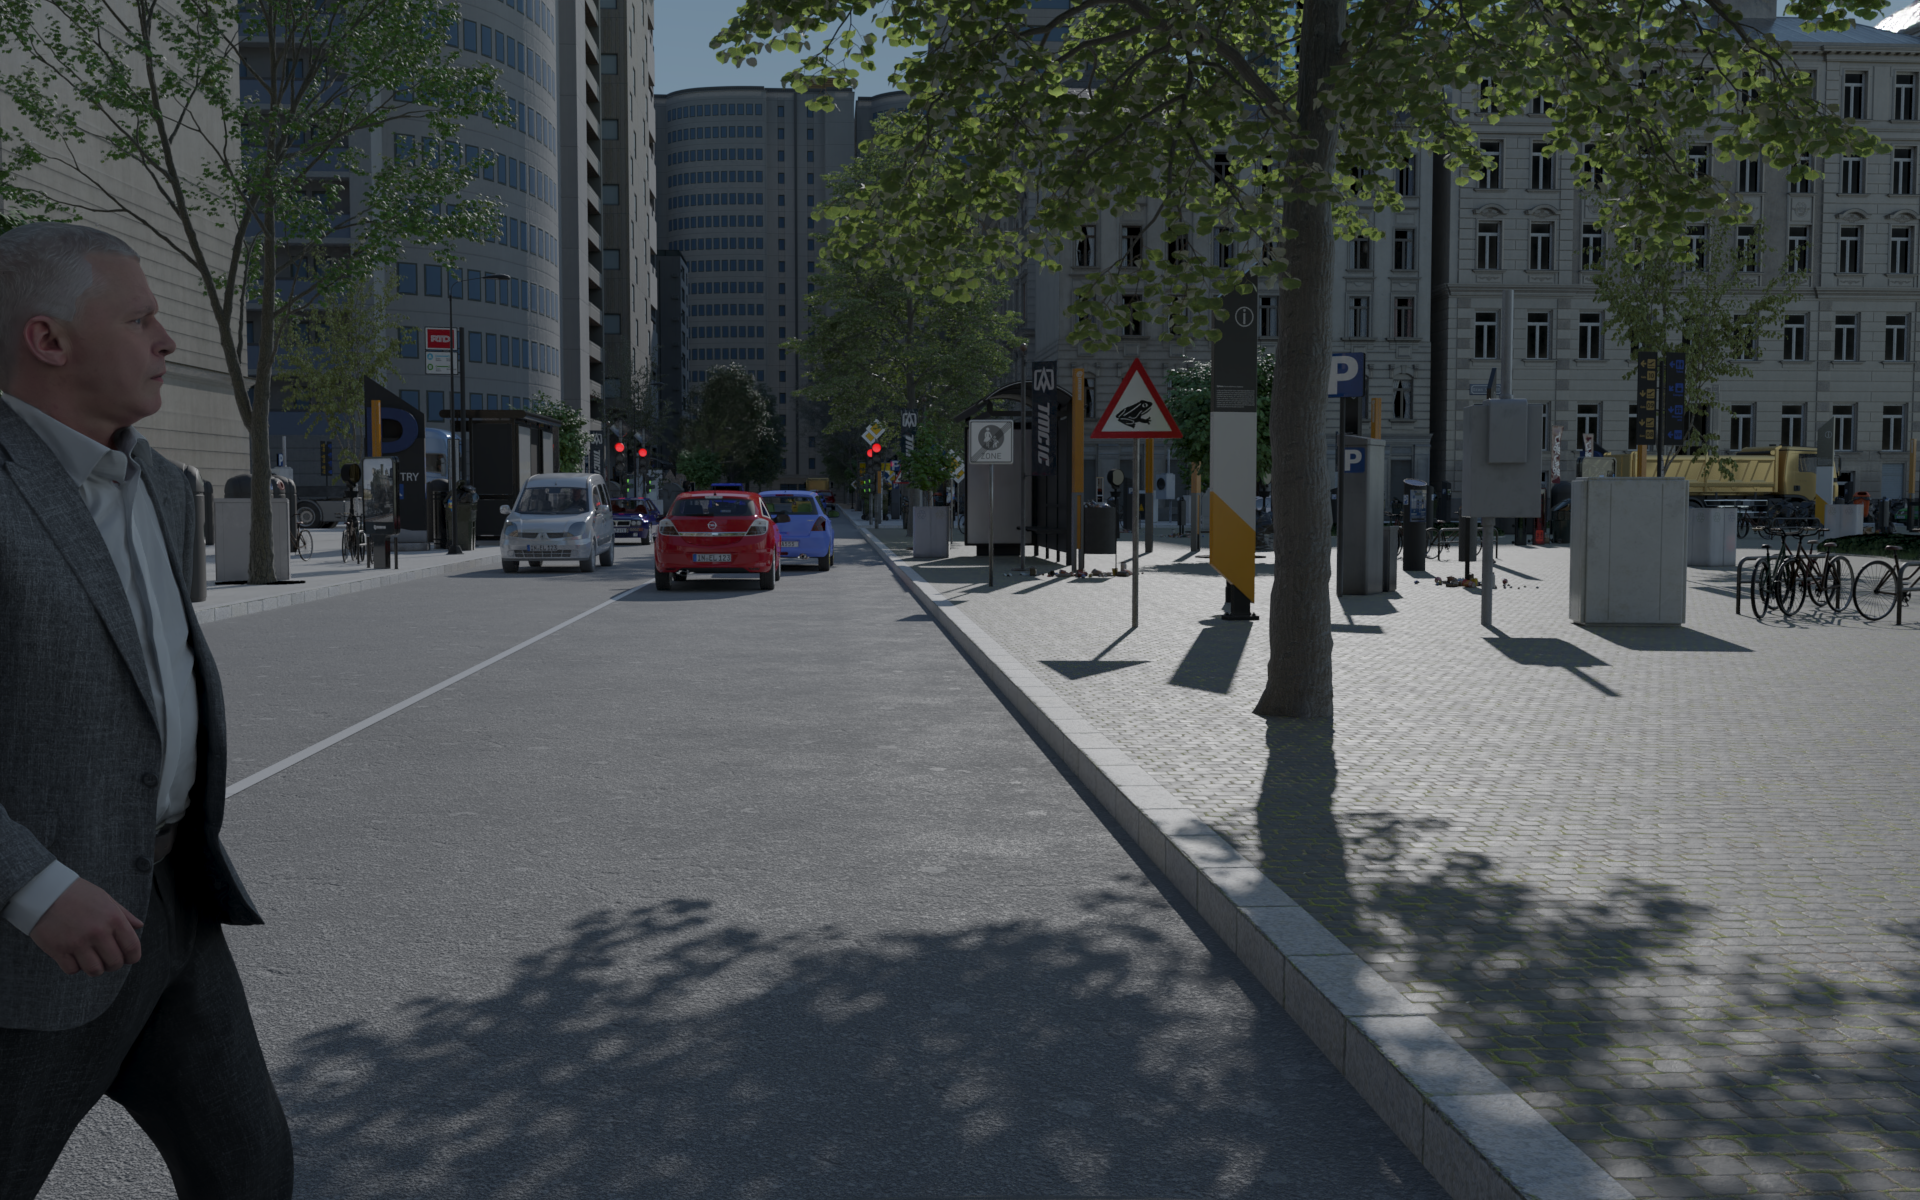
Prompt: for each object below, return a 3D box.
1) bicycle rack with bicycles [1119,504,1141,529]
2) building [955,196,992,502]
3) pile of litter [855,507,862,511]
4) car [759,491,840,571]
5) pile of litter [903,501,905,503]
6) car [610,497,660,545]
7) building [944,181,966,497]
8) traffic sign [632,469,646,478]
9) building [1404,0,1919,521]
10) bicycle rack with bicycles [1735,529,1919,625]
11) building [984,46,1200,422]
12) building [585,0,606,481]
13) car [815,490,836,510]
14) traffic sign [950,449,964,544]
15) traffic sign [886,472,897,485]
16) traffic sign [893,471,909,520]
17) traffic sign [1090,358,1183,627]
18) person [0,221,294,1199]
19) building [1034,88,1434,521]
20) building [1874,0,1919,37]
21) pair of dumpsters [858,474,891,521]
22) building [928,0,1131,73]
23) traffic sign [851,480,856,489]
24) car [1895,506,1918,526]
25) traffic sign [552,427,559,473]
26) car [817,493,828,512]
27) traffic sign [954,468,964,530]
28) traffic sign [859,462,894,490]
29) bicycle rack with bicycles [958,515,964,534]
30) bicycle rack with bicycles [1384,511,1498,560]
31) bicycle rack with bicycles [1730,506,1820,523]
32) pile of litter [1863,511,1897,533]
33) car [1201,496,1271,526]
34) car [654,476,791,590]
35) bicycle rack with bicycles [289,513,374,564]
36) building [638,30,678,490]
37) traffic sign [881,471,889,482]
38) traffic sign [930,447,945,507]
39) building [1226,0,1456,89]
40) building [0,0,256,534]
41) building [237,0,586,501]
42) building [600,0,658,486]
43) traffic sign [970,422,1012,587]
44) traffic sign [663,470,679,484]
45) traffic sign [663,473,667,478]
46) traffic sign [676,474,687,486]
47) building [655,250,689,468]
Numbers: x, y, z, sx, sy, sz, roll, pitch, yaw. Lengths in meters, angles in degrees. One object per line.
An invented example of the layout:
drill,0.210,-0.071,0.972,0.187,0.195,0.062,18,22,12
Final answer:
bicycle rack with bicycles,5.162,-3.069,63.556,2.925,0.926,2.852,-3,5,-45
building,6.196,-20.698,135.670,12.463,27.353,25.104,0,4,-4
pile of litter,-7.397,-7.285,133.078,1.176,0.858,1.719,-2,4,-27
car,-3.311,-1.463,33.518,1.945,1.707,3.694,0,4,-3
pile of litter,-4.005,-7.093,129.927,1.176,0.858,1.719,-1,4,-21
car,-9.605,-2.280,49.858,1.945,1.354,3.894,0,4,-2
building,5.440,-23.542,156.615,14.160,30.474,14.107,0,4,-4
traffic sign,-16.005,-5.280,86.436,0.768,2.556,0.104,0,4,-3
building,34.634,-17.777,87.910,25.104,27.353,12.463,0,4,-4
bicycle rack with bicycles,9.303,-0.293,18.178,2.925,0.926,2.852,-2,4,-29
building,9.187,-19.804,111.185,14.401,28.519,23.554,0,4,-4
building,-39.056,-30.995,130.478,21.300,48.544,21.600,0,4,-4
car,-12.260,-9.002,155.851,2.281,1.827,5.304,0,4,-5
traffic sign,-0.218,-2.629,44.166,0.795,2.450,0.064,0,4,1
traffic sign,-3.417,-5.413,89.694,0.795,2.450,0.064,0,4,-1
traffic sign,-2.934,-5.339,87.292,0.884,2.594,0.081,0,4,-4
traffic sign,1.688,-1.017,16.632,0.884,2.594,0.081,0,4,2
person,-1.099,0.404,2.297,0.834,1.777,0.661,0,4,-1
building,13.009,-14.449,85.385,18.267,20.994,9.793,0,4,-4
building,57.135,-18.609,90.169,20.117,28.700,13.634,0,4,-4
pair of dumpsters,-4.185,-5.048,85.034,1.574,2.255,4.437,0,4,-4
building,7.179,-38.874,177.595,21.231,58.520,28.212,0,4,-4
traffic sign,-8.083,-8.152,134.464,0.795,2.450,0.064,0,3,0
car,41.484,-3.880,72.229,4.718,1.807,1.959,0,4,-4
traffic sign,-12.832,-3.471,50.621,2.265,3.308,0.079,0,4,3
car,-11.600,-7.940,139.416,1.945,1.707,3.694,0,4,-4
traffic sign,-0.064,-3.683,61.401,0.795,2.450,0.064,0,4,2
traffic sign,-5.334,-7.170,111.104,2.265,3.308,0.079,0,4,-4
bicycle rack with bicycles,1.555,-2.547,55.029,2.852,0.926,2.925,-2,4,-24
bicycle rack with bicycles,9.261,-1.305,34.718,2.925,0.926,2.852,-2,4,-34
bicycle rack with bicycles,22.980,-2.213,49.561,2.925,0.926,2.852,-1,4,-20
pile of litter,27.720,-2.362,52.589,1.719,0.858,1.176,-2,4,-23
car,12.047,-3.502,69.611,4.827,1.381,2.083,0,4,-5
car,-3.764,-1.118,27.327,2.155,1.783,4.494,0,4,-4
bicycle rack with bicycles,-11.860,-1.178,32.650,2.852,0.926,2.925,0,4,-4
building,-40.536,-45.460,181.528,20.563,71.187,20.611,0,4,-4
traffic sign,-4.244,-5.838,95.554,0.768,2.556,0.104,0,4,0
traffic sign,-0.705,-2.587,42.397,0.768,2.556,0.104,0,4,5
building,45.580,-54.670,206.518,31.000,86.520,22.319,0,4,-4
building,-42.772,-16.330,43.414,44.131,29.872,17.030,0,4,-4
building,-32.496,-33.643,92.067,21.231,58.520,28.212,0,4,-4
building,-42.217,-34.767,157.682,28.713,52.752,27.495,0,4,-4
traffic sign,0.429,-1.335,23.960,0.606,2.300,0.079,0,4,1
traffic sign,-15.205,-5.557,90.853,0.884,2.594,0.081,0,4,2
traffic sign,-17.624,-6.266,102.547,0.768,2.556,0.104,0,4,2
traffic sign,-17.371,-6.576,107.624,0.768,2.556,0.104,0,4,3
building,-39.372,-26.518,205.270,14.107,30.474,14.160,0,4,-4
